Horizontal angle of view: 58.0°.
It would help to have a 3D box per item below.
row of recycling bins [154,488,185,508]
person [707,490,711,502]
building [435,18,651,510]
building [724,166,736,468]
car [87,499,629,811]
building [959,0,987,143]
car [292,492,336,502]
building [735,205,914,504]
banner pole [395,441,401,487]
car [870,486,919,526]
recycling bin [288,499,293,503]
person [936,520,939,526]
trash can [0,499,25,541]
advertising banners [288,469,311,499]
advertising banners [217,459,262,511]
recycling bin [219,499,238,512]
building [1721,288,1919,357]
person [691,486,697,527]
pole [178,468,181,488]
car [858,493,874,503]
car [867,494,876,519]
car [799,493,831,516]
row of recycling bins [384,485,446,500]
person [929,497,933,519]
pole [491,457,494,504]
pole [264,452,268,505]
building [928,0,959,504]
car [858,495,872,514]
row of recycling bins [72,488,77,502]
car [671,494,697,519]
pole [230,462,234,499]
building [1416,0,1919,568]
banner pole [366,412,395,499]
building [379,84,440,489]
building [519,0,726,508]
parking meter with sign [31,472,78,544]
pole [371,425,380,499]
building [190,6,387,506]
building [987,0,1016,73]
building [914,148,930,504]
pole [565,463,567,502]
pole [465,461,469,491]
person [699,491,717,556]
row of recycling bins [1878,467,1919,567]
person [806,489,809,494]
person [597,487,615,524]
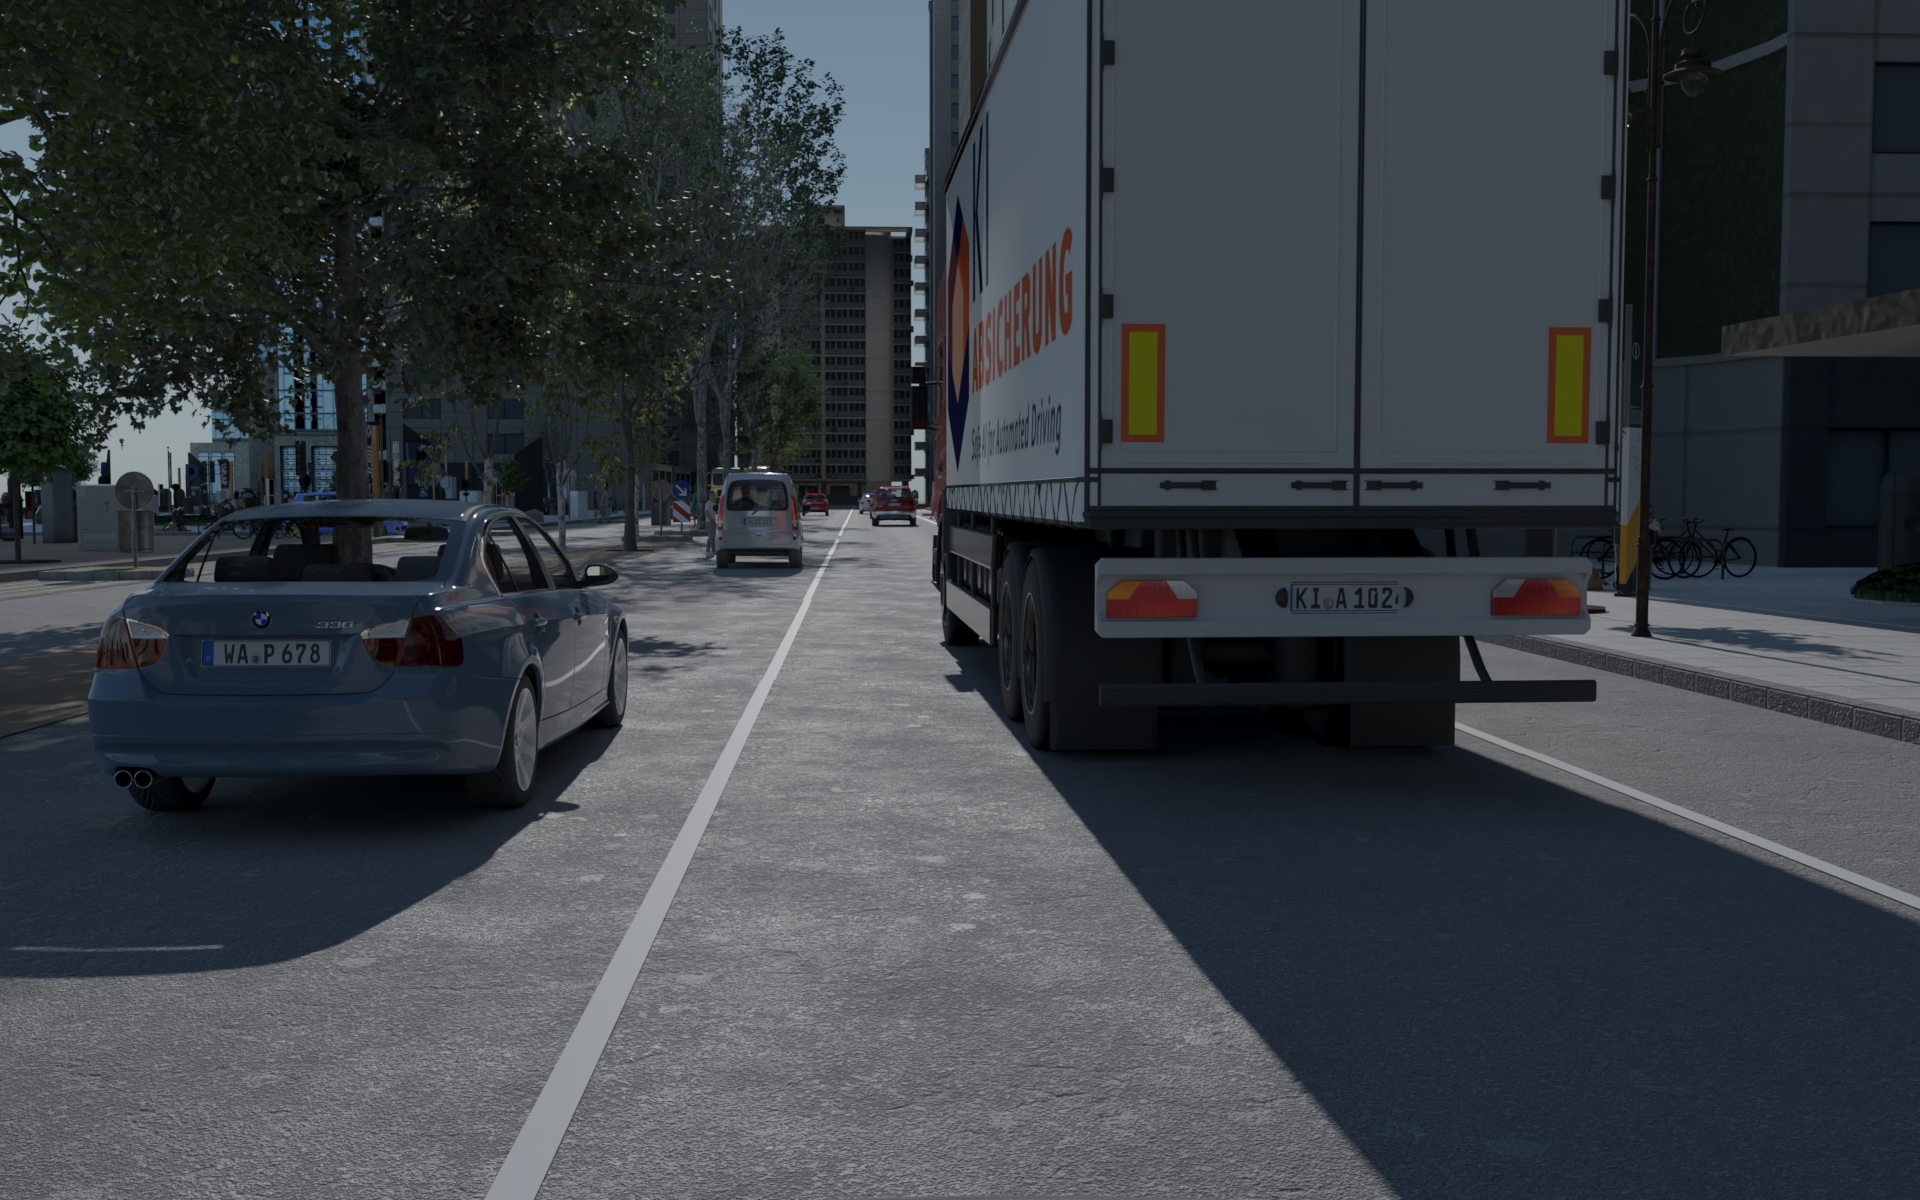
[{"bbox_3d":[-55.762,-7.069,122.693,3.534,1.692,1.069,-3,5,-40],"label":"row of recycling bins"},{"bbox_3d":[-20.529,-8.114,141.722,0.434,1.755,0.990,0,4,-4],"label":"person"},{"bbox_3d":[-36.509,-44.378,163.834,20.563,71.187,20.611,0,4,-3],"label":"building"},{"bbox_3d":[-36.918,-35.203,225.685,14.200,45.320,14.600,0,4,-3],"label":"building"},{"bbox_3d":[-2.895,0.174,9.157,2.014,1.417,4.499,0,4,-2],"label":"car"},{"bbox_3d":[7.201,-29.298,129.128,14.600,45.320,14.200,0,4,-3],"label":"building"},{"bbox_3d":[-19.348,-2.753,54.607,3.694,1.707,1.945,0,4,-3],"label":"car"},{"bbox_3d":[-18.345,-33.247,235.464,23.993,40.220,32.217,0,4,-3],"label":"building"},{"bbox_3d":[-23.429,-4.996,71.703,0.863,3.779,0.401,3,4,36],"label":"banner pole"},{"bbox_3d":[-3.024,-4.341,79.645,2.281,1.827,5.304,0,4,-2],"label":"car"},{"bbox_3d":[-37.517,-5.108,96.066,0.722,1.027,0.722,2,4,31],"label":"recycling bin"},{"bbox_3d":[-0.994,-3.926,76.940,0.306,1.304,0.590,0,4,8],"label":"person"},{"bbox_3d":[-25.782,-2.164,47.027,0.748,1.137,0.748,0,3,0],"label":"trash can"},{"bbox_3d":[-45.512,-7.500,118.807,2.074,3.025,0.090,0,4,0],"label":"advertising banners"},{"bbox_3d":[-36.246,-5.565,87.181,2.074,3.025,0.090,-3,4,-36],"label":"advertising banners"},{"bbox_3d":[-34.846,-4.278,82.502,0.722,1.027,0.722,-1,4,-12],"label":"recycling bin"},{"bbox_3d":[19.350,-21.299,2.863,22.147,44.769,28.867,0,4,-3],"label":"building"},{"bbox_3d":[-11.260,-4.004,74.217,0.529,1.795,0.600,2,4,29],"label":"person"},{"bbox_3d":[-60.017,-8.524,133.206,0.158,3.312,0.155,0,3,0],"label":"pole"},{"bbox_3d":[-7.721,-8.435,147.503,1.945,1.707,3.694,0,4,-3],"label":"car"},{"bbox_3d":[-4.423,-5.676,101.846,2.155,1.783,4.494,0,4,-3],"label":"car"},{"bbox_3d":[-9.617,-6.486,115.085,2.155,1.783,4.494,0,4,-5],"label":"car"},{"bbox_3d":[-24.007,-4.230,76.280,3.534,1.692,1.069,2,4,30],"label":"row of recycling bins"},{"bbox_3d":[-1.438,-5.456,98.459,0.760,1.731,0.466,-1,4,-19],"label":"person"},{"bbox_3d":[-24.314,-5.879,89.969,0.158,3.312,0.155,0,3,0],"label":"pole"},{"bbox_3d":[-33.756,-5.534,84.316,0.158,3.312,0.155,0,3,0],"label":"pole"},{"bbox_3d":[7.015,-40.061,196.994,21.231,58.520,28.212,0,4,-3],"label":"building"},{"bbox_3d":[-6.379,-6.932,125.699,2.083,1.381,4.827,0,4,-2],"label":"car"},{"bbox_3d":[-54.085,-6.161,107.840,3.534,1.692,1.069,0,4,1],"label":"row of recycling bins"},{"bbox_3d":[-15.671,-5.472,99.250,2.009,1.686,4.222,0,4,-2],"label":"car"},{"bbox_3d":[-47.800,-7.300,113.204,0.158,3.312,0.155,0,3,0],"label":"pole"},{"bbox_3d":[15.430,-36.698,38.260,20.563,71.187,20.611,0,4,-3],"label":"building"},{"bbox_3d":[-17.753,-3.824,52.534,0.863,3.779,0.401,-3,5,-42],"label":"banner pole"},{"bbox_3d":[-34.922,-43.123,143.319,20.563,71.187,20.611,0,4,-3],"label":"building"},{"bbox_3d":[-37.959,-46.464,197.939,20.611,71.187,20.563,0,4,-3],"label":"building"},{"bbox_3d":[-23.570,-2.995,45.236,0.543,3.016,1.738,1,4,16],"label":"parking meter with sign"},{"bbox_3d":[-17.349,-3.524,51.459,0.158,3.312,0.155,0,3,0],"label":"pole"},{"bbox_3d":[-81.282,-55.862,226.008,31.000,86.520,22.319,0,4,-3],"label":"building"},{"bbox_3d":[15.873,-31.273,100.558,28.713,52.752,27.495,0,4,-3],"label":"building"},{"bbox_3d":[9.050,-37.517,233.009,30.456,49.044,23.786,0,4,-3],"label":"building"},{"bbox_3d":[-26.041,-7.373,114.395,0.158,3.312,0.155,0,3,0],"label":"pole"},{"bbox_3d":[-30.460,-6.922,107.024,0.158,3.312,0.155,0,3,0],"label":"pole"},{"bbox_3d":[-5.799,-1.793,40.419,0.523,1.515,0.503,-1,4,-22],"label":"person"},{"bbox_3d":[15.305,-1.221,27.083,1.069,1.692,3.534,3,5,43],"label":"row of recycling bins"},{"bbox_3d":[-11.518,-7.436,130.095,0.388,1.821,0.555,0,4,-7],"label":"person"},{"bbox_3d":[-17.030,-4.554,83.234,0.850,1.792,0.678,0,4,5],"label":"person"}]
